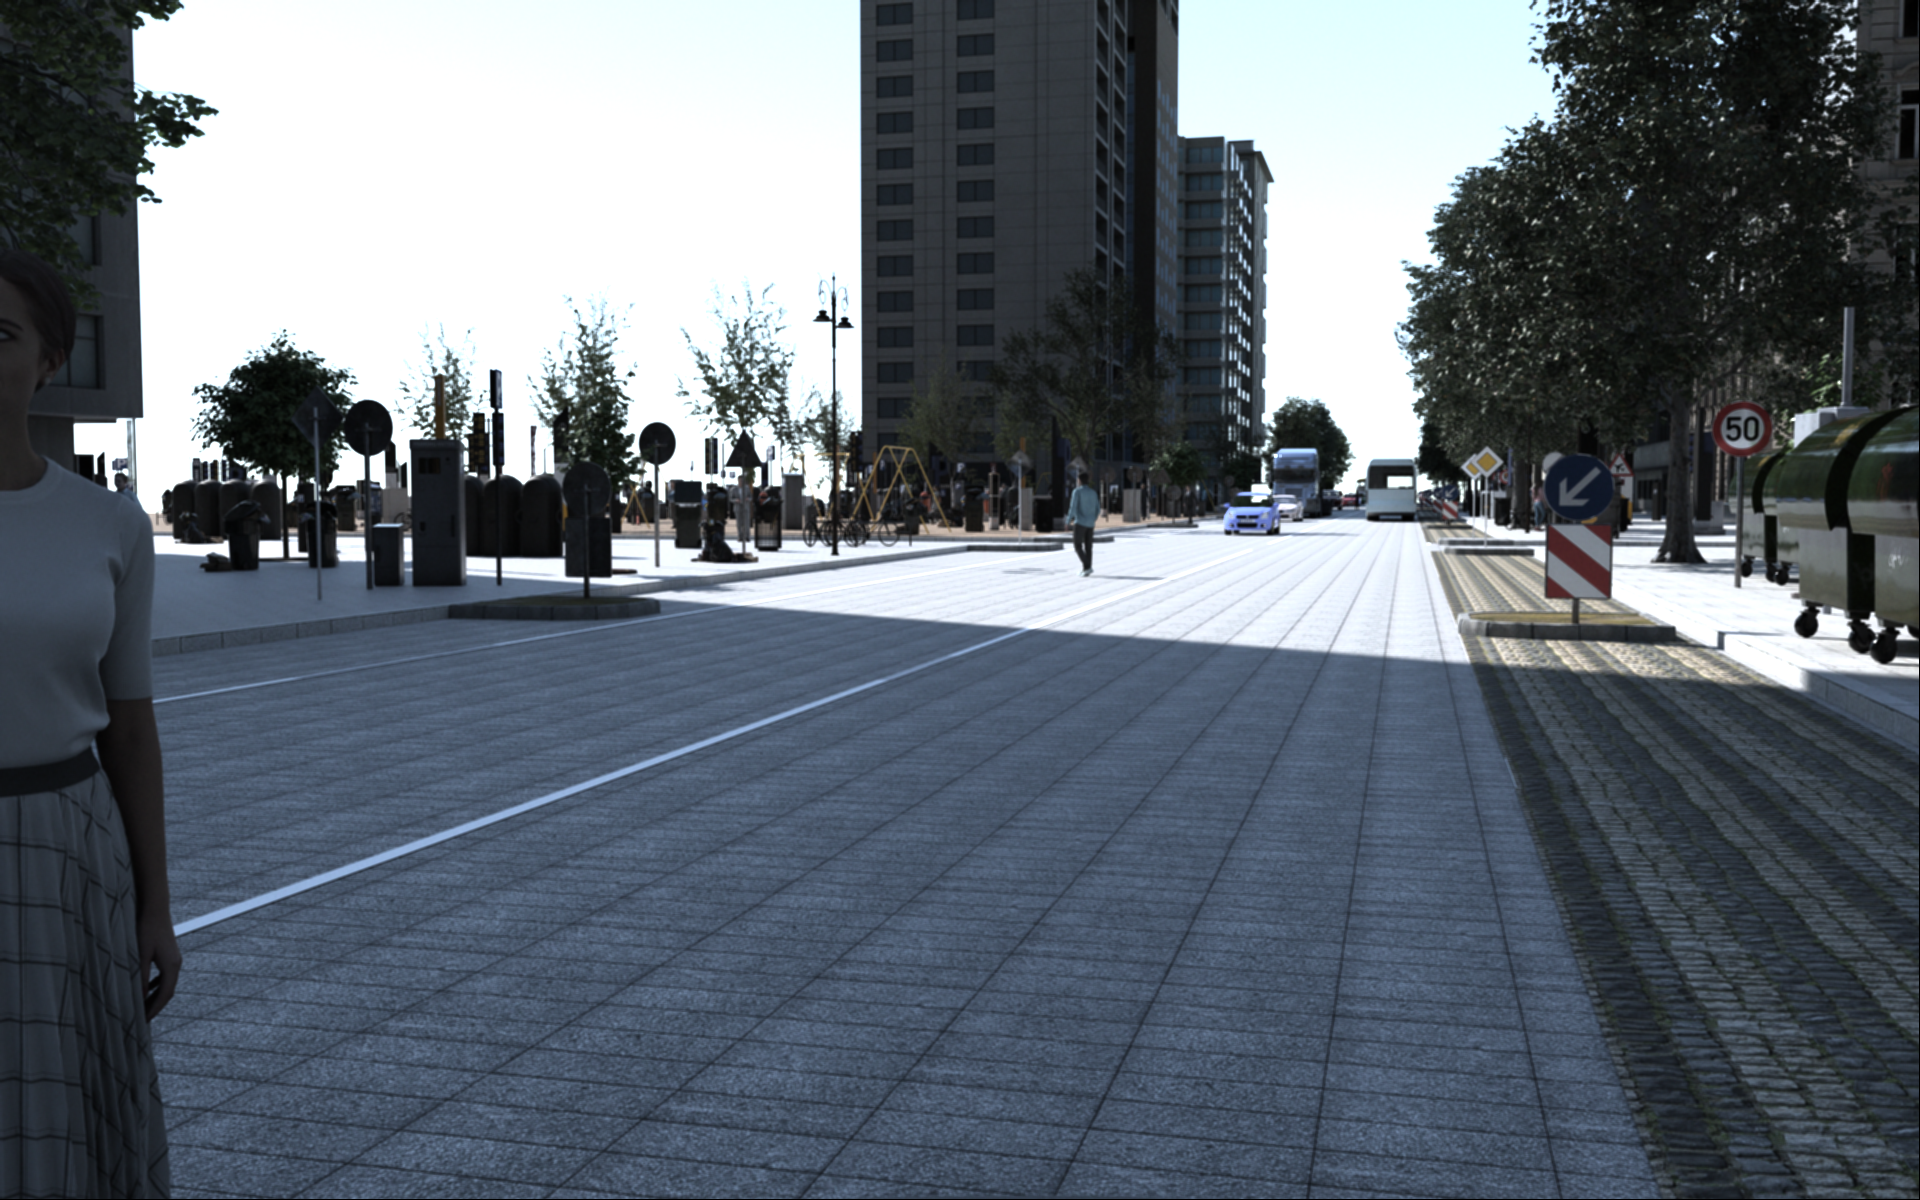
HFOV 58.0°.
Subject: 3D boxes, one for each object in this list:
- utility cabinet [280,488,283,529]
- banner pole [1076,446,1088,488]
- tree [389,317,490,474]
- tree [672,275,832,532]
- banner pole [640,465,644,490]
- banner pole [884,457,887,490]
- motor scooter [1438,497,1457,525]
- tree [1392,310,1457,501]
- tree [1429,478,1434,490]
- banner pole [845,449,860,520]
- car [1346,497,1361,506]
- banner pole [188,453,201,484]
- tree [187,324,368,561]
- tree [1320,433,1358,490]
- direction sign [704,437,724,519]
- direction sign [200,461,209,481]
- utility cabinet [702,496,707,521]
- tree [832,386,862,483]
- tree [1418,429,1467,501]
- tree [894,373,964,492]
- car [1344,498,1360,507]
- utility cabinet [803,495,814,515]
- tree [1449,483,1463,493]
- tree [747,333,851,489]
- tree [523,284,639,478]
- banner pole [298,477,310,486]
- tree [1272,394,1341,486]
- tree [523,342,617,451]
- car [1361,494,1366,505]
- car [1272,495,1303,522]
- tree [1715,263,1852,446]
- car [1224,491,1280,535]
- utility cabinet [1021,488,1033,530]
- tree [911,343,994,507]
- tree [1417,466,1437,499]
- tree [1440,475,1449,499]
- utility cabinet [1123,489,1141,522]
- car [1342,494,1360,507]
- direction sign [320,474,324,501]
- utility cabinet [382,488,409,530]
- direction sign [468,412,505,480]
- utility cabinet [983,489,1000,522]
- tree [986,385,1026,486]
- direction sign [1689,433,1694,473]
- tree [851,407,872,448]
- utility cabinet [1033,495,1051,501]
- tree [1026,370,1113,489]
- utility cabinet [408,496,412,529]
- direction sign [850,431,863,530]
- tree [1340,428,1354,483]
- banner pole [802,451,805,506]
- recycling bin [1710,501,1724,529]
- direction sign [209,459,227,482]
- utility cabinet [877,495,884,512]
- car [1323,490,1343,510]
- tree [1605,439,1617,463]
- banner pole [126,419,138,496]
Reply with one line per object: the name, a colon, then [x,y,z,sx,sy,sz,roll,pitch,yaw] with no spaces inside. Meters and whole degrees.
utility cabinet: [-25.318,-3.358,63.574,1.173,1.500,0.318,1,4,22]
banner pole: [6.276,-6.112,89.952,0.863,3.779,0.401,1,4,23]
tree: [-21.131,-7.397,71.297,4.737,8.622,4.395,0,3,0]
tree: [-7.306,-6.555,57.530,4.737,8.622,4.395,0,3,0]
banner pole: [-15.140,-5.655,82.481,0.401,3.779,0.863,-2,4,-24]
banner pole: [-5.030,-7.766,116.986,0.401,3.779,0.863,1,4,8]
motor scooter: [20.974,-3.776,74.515,0.815,1.314,1.986,1,4,13]
tree: [45.303,-18.209,153.600,12.611,20.169,13.585,0,3,0]
tree: [56.516,-15.452,203.002,4.360,8.622,3.978,0,3,0]
banner pole: [-5.216,-5.824,85.247,0.863,3.779,0.401,-1,4,-17]
car: [47.397,-12.178,208.703,1.945,1.707,3.694,1,4,16]
banner pole: [-46.205,-7.001,104.490,0.863,3.779,0.401,0,4,-8]
tree: [-13.004,-3.046,33.524,4.285,4.588,4.351,0,3,0]
tree: [60.176,-21.660,279.900,9.928,11.665,9.643,0,3,0]
direction sign: [-9.962,-4.739,69.474,0.379,3.537,0.876,-3,5,-44]
direction sign: [-53.545,-8.038,123.421,0.876,3.537,0.379,-1,4,-22]
utility cabinet: [-12.309,-4.384,82.836,0.306,1.237,1.020,-1,4,-16]
tree: [-8.736,-10.317,119.038,4.737,8.622,4.395,0,3,0]
tree: [65.105,-19.226,232.471,7.486,12.596,7.792,0,3,0]
tree: [-2.132,-9.501,105.702,4.737,8.622,4.395,0,3,0]
car: [44.010,-11.315,195.226,2.015,1.641,3.980,1,4,14]
utility cabinet: [-9.490,-5.874,107.201,1.020,1.237,0.306,3,4,36]
tree: [48.679,-10.783,170.897,1.663,3.219,1.824,0,3,0]
tree: [-7.941,-7.922,79.883,4.360,8.622,3.978,0,3,0]
tree: [-13.186,-6.772,61.079,4.737,8.622,4.395,0,3,0]
banner pole: [-35.650,-6.380,94.330,0.863,3.779,0.401,-3,5,-40]
tree: [44.321,-19.308,222.344,9.857,13.997,8.962,0,3,0]
tree: [-18.274,-8.084,82.542,4.360,8.622,3.978,0,3,0]
car: [55.096,-13.758,233.745,1.959,1.807,4.718,1,4,14]
car: [16.993,-4.816,91.096,2.083,1.381,4.827,1,4,16]
tree: [23.181,-5.997,48.414,4.360,8.622,3.978,0,3,0]
car: [10.389,-3.172,61.447,1.945,1.707,3.694,1,4,15]
utility cabinet: [2.326,-3.175,60.583,0.318,1.500,1.173,1,4,9]
tree: [-0.340,-8.159,83.759,4.360,8.622,3.978,0,3,0]
tree: [73.747,-20.434,268.512,7.601,10.594,8.767,-2,4,-26]
tree: [60.813,-16.277,216.489,4.737,8.622,4.395,0,3,0]
utility cabinet: [7.751,-4.253,78.209,0.318,1.500,1.173,2,4,34]
car: [42.996,-11.115,190.776,2.155,1.783,4.494,1,4,14]
direction sign: [-14.427,-2.883,39.133,0.876,3.537,0.379,3,4,37]
utility cabinet: [-19.704,-3.165,60.424,0.318,1.500,1.173,1,4,15]
direction sign: [-13.056,-3.428,48.053,0.876,3.537,0.379,0,4,3]
utility cabinet: [1.250,-4.308,79.116,1.173,1.500,0.318,2,4,35]
tree: [3.638,-10.096,115.425,4.737,8.622,4.395,0,3,0]
direction sign: [26.896,-4.436,64.528,0.379,3.537,0.876,-3,4,-37]
tree: [-8.175,-9.994,113.762,4.360,8.622,3.978,0,3,0]
utility cabinet: [3.556,-4.055,77.460,0.306,1.237,1.020,2,4,32]
tree: [7.085,-9.209,100.925,4.737,8.622,4.395,0,3,0]
utility cabinet: [-19.789,-3.219,63.798,0.306,1.237,1.020,3,5,42]
direction sign: [-3.731,-4.314,62.526,0.379,3.537,0.876,2,4,25]
tree: [52.809,-20.250,249.207,7.486,12.596,7.792,0,3,0]
banner pole: [-9.010,-6.702,99.593,0.401,3.779,0.863,1,4,9]
recycling bin: [27.677,-3.129,63.721,0.722,1.027,0.722,1,4,20]
direction sign: [-48.218,-7.395,112.898,0.876,3.537,0.379,-3,5,-41]
utility cabinet: [-5.700,-6.775,121.939,1.020,1.237,0.306,-3,4,-36]
car: [33.064,-8.928,154.649,2.281,1.827,5.304,1,4,14]
tree: [33.325,-8.482,89.045,4.360,8.622,3.978,0,3,0]
banner pole: [-24.437,-3.739,51.150,0.863,3.779,0.401,3,5,44]
